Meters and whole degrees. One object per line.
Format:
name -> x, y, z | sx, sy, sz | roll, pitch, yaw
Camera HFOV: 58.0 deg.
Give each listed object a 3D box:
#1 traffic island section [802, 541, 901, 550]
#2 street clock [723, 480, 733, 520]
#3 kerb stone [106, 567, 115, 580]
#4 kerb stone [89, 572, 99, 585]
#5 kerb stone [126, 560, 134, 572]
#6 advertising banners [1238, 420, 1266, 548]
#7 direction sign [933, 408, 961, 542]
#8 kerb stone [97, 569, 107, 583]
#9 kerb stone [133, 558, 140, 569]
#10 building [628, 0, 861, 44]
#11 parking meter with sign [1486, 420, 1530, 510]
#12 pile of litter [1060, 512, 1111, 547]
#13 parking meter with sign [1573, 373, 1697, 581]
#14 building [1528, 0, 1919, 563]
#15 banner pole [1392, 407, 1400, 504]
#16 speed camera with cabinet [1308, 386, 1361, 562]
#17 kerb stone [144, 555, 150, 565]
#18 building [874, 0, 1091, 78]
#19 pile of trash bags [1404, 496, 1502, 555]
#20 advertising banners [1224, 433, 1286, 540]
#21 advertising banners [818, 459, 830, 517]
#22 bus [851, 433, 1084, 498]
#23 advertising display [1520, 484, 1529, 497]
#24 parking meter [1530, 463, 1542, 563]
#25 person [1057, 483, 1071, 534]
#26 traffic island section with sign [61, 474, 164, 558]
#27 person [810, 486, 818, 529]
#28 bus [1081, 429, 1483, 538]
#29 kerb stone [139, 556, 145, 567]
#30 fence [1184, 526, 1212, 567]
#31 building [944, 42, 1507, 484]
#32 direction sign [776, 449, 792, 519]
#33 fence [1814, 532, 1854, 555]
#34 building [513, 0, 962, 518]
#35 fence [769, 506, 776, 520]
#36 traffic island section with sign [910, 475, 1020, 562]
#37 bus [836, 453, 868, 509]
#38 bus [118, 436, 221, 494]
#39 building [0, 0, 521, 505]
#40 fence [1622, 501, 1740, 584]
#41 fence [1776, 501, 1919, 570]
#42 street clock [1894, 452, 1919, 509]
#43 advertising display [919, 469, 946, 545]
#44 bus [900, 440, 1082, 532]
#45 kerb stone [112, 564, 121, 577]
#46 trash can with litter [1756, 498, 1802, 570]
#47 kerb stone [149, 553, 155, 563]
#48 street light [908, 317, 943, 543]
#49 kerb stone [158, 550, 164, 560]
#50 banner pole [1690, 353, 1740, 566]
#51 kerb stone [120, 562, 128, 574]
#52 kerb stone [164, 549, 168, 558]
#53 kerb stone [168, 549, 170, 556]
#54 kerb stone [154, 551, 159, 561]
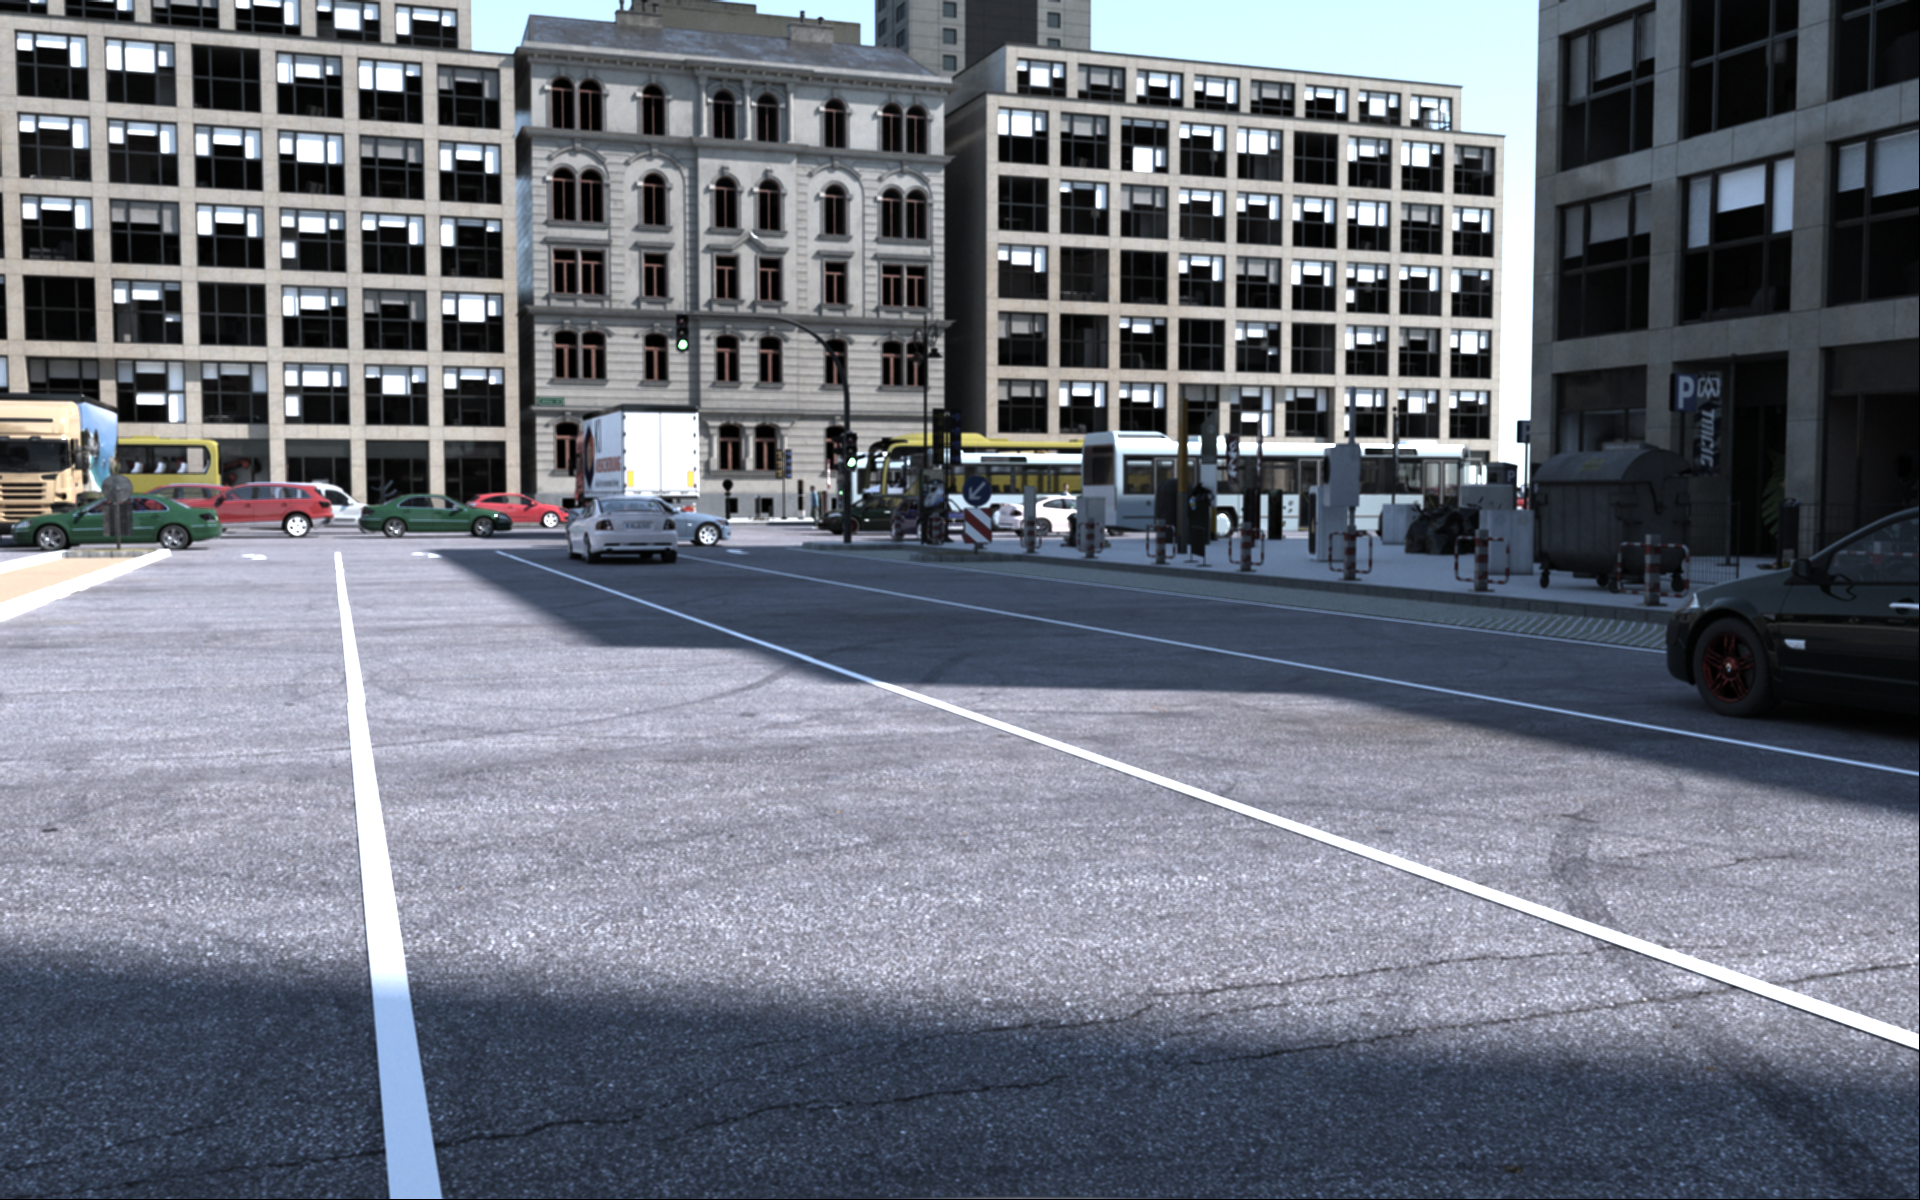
traffic island section -> -2.925, -1.402, 45.199 | 2.009, 0.180, 2.903 | -1, 4, -20
street clock -> -11.652, -5.039, 86.954 | 0.471, 2.002, 0.358 | 1, 4, 12
kerb stone -> -14.373, -0.423, 29.105 | 0.120, 0.150, 1.000 | -1, 4, -20
kerb stone -> -13.672, -0.303, 27.157 | 0.120, 0.150, 1.000 | -1, 4, -20
kerb stone -> -15.432, -0.598, 32.012 | 0.120, 0.150, 1.000 | -1, 4, -20
advertising banners -> 7.029, -2.782, 41.676 | 0.090, 3.025, 2.074 | 0, 4, -2
direction sign -> -0.345, -3.306, 46.056 | 0.876, 3.537, 0.379 | -2, 4, -33
kerb stone -> -14.022, -0.363, 28.135 | 0.120, 0.150, 1.000 | -1, 4, -20
kerb stone -> -15.788, -0.659, 32.976 | 0.120, 0.150, 1.000 | -1, 4, -20
building -> -22.521, -33.326, 168.584 | 21.300, 48.544, 21.600 | -1, 4, -20
parking meter with sign -> 13.033, -2.776, 41.645 | 0.543, 3.016, 1.738 | -2, 4, -23
pile of litter -> 3.063, -1.732, 42.283 | 1.176, 0.858, 1.719 | 0, 4, -8
parking meter with sign -> 10.002, -1.809, 25.841 | 0.543, 3.016, 1.738 | -2, 4, -35
building -> 27.766, -13.547, 26.017 | 19.350, 26.468, 34.151 | -1, 4, -20
banner pole -> 12.462, -3.642, 49.561 | 0.401, 3.779, 0.863 | 0, 4, 2
speed camera with cabinet -> 7.027, -2.338, 32.570 | 0.660, 3.252, 2.038 | 0, 4, 1
kerb stone -> -16.487, -0.778, 34.911 | 0.120, 0.150, 1.000 | -1, 4, -20
building -> 0.925, -46.056, 191.272 | 20.611, 71.187, 20.563 | -1, 4, -20
pile of trash bags -> 11.415, -1.683, 37.270 | 3.447, 1.369, 1.912 | 0, 4, 0
advertising banners -> 8.356, -3.244, 49.219 | 2.074, 3.025, 0.090 | 3, 5, 44
advertising banners -> -6.641, -5.429, 84.945 | 0.090, 3.025, 2.074 | 1, 4, 12
bus -> 1.831, -4.853, 70.897 | 12.252, 3.916, 2.896 | -1, 4, -20
advertising display -> 36.344, -6.459, 110.824 | 0.974, 1.923, 0.123 | 0, 4, 6
parking meter -> 10.831, -1.621, 32.211 | 0.255, 1.863, 0.399 | -2, 4, -33
person -> 3.724, -3.250, 61.666 | 0.581, 1.822, 0.654 | -3, 5, -44
traffic island section with sign -> -19.297, -1.920, 39.524 | 2.006, 1.907, 1.989 | -1, 4, -20
person -> -6.009, -3.858, 71.927 | 0.444, 1.785, 0.601 | 0, 4, 1
bus -> 10.354, -3.601, 53.733 | 13.247, 3.499, 2.948 | -1, 4, -19
kerb stone -> -16.136, -0.716, 33.943 | 0.120, 0.150, 1.000 | -1, 4, -20
fence -> 4.342, -0.995, 31.637 | 0.278, 0.683, 2.069 | 0, 4, 1
building -> 14.149, -18.678, 109.896 | 34.151, 26.468, 19.350 | -1, 4, -20
direction sign -> -8.920, -5.852, 87.669 | 0.876, 3.537, 0.379 | -2, 4, -33
fence -> 13.853, -0.719, 27.126 | 2.069, 0.683, 0.278 | -3, 4, -38
building -> -13.304, -18.939, 97.044 | 23.554, 28.519, 14.401 | -1, 4, -20
fence -> -9.396, -4.330, 86.168 | 0.278, 0.683, 2.069 | 0, 4, 0
traffic island section with sign -> 0.001, -1.742, 37.117 | 1.989, 1.847, 2.006 | -1, 4, -20
bus -> 0.962, -5.238, 80.495 | 13.247, 3.499, 2.948 | -1, 4, -21
bus -> -34.873, -4.558, 66.067 | 12.252, 3.916, 2.896 | -1, 4, -21
building -> -41.547, -17.483, 90.366 | 34.151, 26.468, 19.350 | -1, 4, -20
fence -> 9.949, -0.763, 23.683 | 0.480, 1.192, 2.264 | -1, 4, -13
fence -> 10.878, -0.575, 20.604 | 2.264, 1.192, 0.480 | 1, 4, 17
street clock -> 16.159, -1.527, 29.535 | 0.358, 2.002, 0.471 | -1, 4, -10
advertising display -> -0.705, -2.382, 44.164 | 0.123, 1.923, 0.974 | 3, 4, 36
bus -> 3.740, -4.447, 67.573 | 13.247, 3.499, 2.948 | -1, 4, -20
kerb stone -> -14.733, -0.481, 30.075 | 0.120, 0.150, 1.000 | -1, 4, -20
trash can with litter -> 14.507, -1.137, 29.647 | 2.233, 1.210, 1.678 | -2, 4, -34
kerb stone -> -16.840, -0.837, 35.886 | 0.120, 0.150, 1.000 | -1, 4, -20
street light -> -0.907, -4.443, 45.433 | 0.468, 5.910, 1.993 | -1, 4, -20
kerb stone -> -17.552, -0.956, 37.820 | 0.120, 0.150, 1.000 | -1, 4, -20
banner pole -> 13.520, -2.504, 30.955 | 0.863, 3.779, 0.401 | 1, 4, 16
kerb stone -> -15.082, -0.541, 31.043 | 0.120, 0.150, 1.000 | -1, 4, -20
kerb stone -> -17.909, -1.016, 38.801 | 0.120, 0.150, 1.000 | -1, 4, -20
kerb stone -> -18.255, -1.073, 39.768 | 0.120, 0.150, 1.000 | -1, 4, -20
kerb stone -> -17.201, -0.892, 36.848 | 0.120, 0.150, 1.000 | -1, 4, -20
